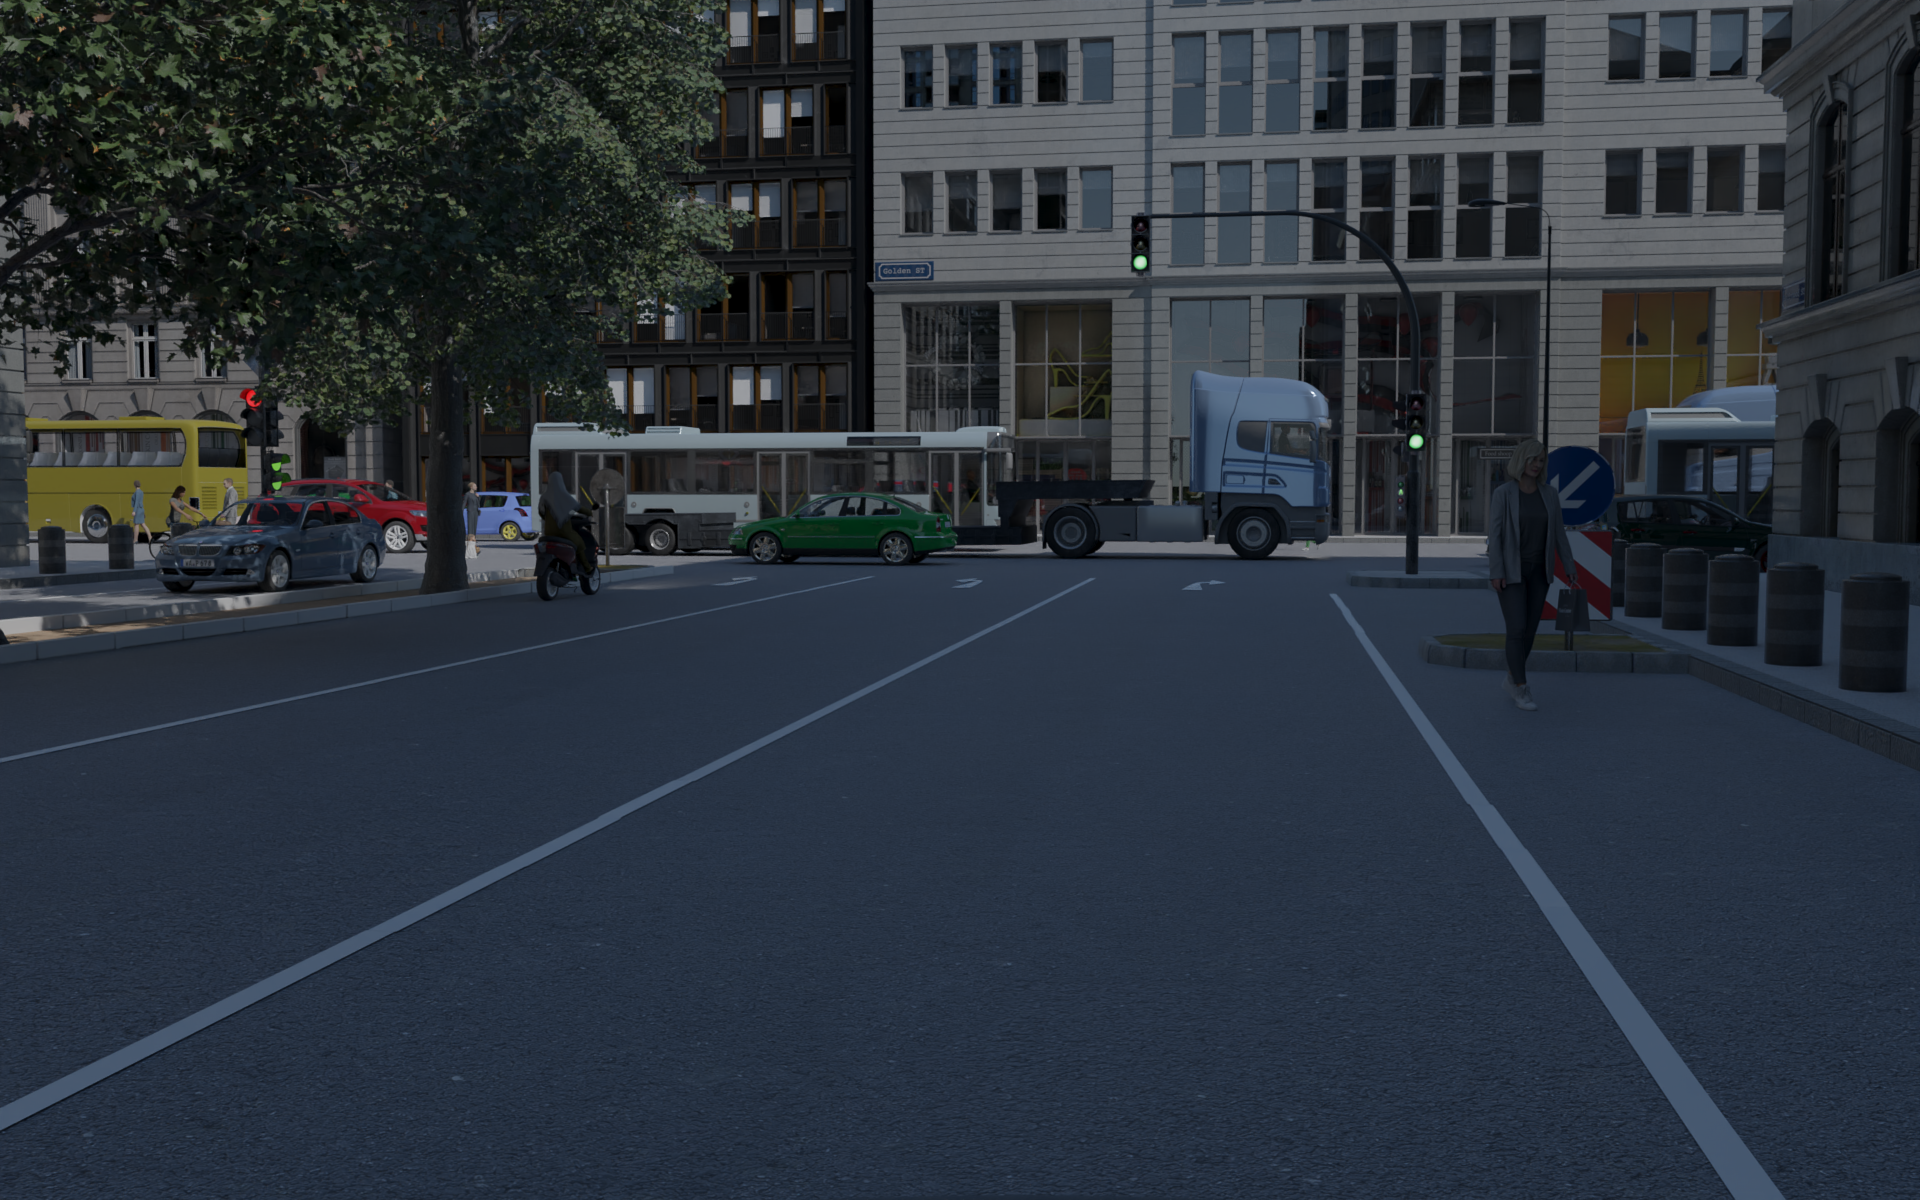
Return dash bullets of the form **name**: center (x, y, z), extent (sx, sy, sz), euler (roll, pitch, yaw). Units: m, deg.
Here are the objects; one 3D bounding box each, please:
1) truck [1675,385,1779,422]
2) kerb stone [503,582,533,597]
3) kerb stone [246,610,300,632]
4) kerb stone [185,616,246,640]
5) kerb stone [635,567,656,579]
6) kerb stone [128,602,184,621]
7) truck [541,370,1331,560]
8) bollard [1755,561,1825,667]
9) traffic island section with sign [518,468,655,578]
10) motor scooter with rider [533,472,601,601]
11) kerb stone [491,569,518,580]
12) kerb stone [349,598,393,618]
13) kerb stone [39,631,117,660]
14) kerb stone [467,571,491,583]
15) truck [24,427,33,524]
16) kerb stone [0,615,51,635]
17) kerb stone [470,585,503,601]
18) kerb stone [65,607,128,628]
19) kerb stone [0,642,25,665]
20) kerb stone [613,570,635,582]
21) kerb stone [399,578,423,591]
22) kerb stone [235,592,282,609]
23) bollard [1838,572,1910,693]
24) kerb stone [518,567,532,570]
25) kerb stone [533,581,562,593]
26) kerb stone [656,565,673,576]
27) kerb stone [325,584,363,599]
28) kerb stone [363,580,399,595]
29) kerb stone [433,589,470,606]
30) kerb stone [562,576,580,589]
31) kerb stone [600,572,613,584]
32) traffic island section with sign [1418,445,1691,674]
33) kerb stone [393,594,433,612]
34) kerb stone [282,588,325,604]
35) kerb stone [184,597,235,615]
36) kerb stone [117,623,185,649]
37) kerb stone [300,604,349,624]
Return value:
- **truck**: center (25.692, -3.083, 40.172), extent (18.799, 4.110, 2.967), euler (1, 4, 9)
- **kerb stone**: center (-6.358, -0.143, 24.590), extent (0.120, 0.150, 1.000), euler (1, 4, 10)
- **kerb stone**: center (-7.416, 0.231, 18.523), extent (0.120, 0.150, 1.000), euler (1, 4, 10)
- **kerb stone**: center (-7.595, 0.288, 17.514), extent (0.120, 0.150, 1.000), euler (1, 4, 10)
- **kerb stone**: center (-5.469, -0.450, 29.638), extent (0.120, 0.150, 1.000), euler (1, 4, 10)
- **kerb stone**: center (-9.305, 0.141, 19.896), extent (0.120, 0.150, 1.000), euler (1, 4, 10)
- **truck**: center (-0.373, -3.059, 39.767), extent (18.799, 4.110, 2.967), euler (1, 4, 11)
- **bollard**: center (6.286, 0.102, 13.044), extent (0.404, 0.777, 0.398), euler (0, 3, 0)
- **traffic island section with sign**: center (-6.401, -1.358, 30.338), extent (2.006, 1.907, 1.989), euler (1, 4, 10)
- **motor scooter with rider**: center (-5.382, -0.911, 23.863), extent (0.876, 1.779, 1.986), euler (1, 4, 11)
- **kerb stone**: center (-7.714, -0.416, 29.015), extent (0.120, 0.150, 1.000), euler (1, 4, 10)
- **kerb stone**: center (-7.058, 0.101, 20.550), extent (0.120, 0.150, 1.000), euler (1, 4, 10)
- **kerb stone**: center (-7.945, 0.410, 15.490), extent (0.120, 0.150, 1.000), euler (1, 4, 10)
- **kerb stone**: center (-7.897, -0.355, 27.998), extent (0.120, 0.150, 1.000), euler (1, 4, 10)
- **truck**: center (-25.407, -2.644, 39.153), extent (9.791, 3.379, 3.469), euler (1, 4, 10)
- **kerb stone**: center (-9.659, 0.264, 17.876), extent (0.120, 0.150, 1.000), euler (1, 4, 10)
- **kerb stone**: center (-6.532, -0.085, 23.580), extent (0.120, 0.150, 1.000), euler (1, 4, 10)
- **kerb stone**: center (-9.481, 0.204, 18.886), extent (0.120, 0.150, 1.000), euler (1, 4, 10)
- **kerb stone**: center (-8.122, 0.473, 14.470), extent (0.120, 0.150, 1.000), euler (1, 4, 10)
- **kerb stone**: center (-5.643, -0.393, 28.628), extent (0.120, 0.150, 1.000), euler (1, 4, 10)
- **kerb stone**: center (-8.242, -0.231, 25.977), extent (0.120, 0.150, 1.000), euler (1, 4, 10)
- **kerb stone**: center (-8.951, 0.018, 21.921), extent (0.120, 0.150, 1.000), euler (1, 4, 10)
- **bollard**: center (5.993, 0.206, 11.354), extent (0.404, 0.777, 0.398), euler (0, 3, 0)
- **kerb stone**: center (-7.532, -0.474, 30.030), extent (0.120, 0.150, 1.000), euler (1, 4, 10)
- **kerb stone**: center (-6.171, -0.208, 25.598), extent (0.120, 0.150, 1.000), euler (1, 4, 10)
- **kerb stone**: center (-5.297, -0.517, 30.650), extent (0.120, 0.150, 1.000), euler (1, 4, 10)
- **kerb stone**: center (-8.602, -0.107, 23.956), extent (0.120, 0.150, 1.000), euler (1, 4, 10)
- **kerb stone**: center (-8.422, -0.169, 24.965), extent (0.120, 0.150, 1.000), euler (1, 4, 10)
- **kerb stone**: center (-6.707, -0.015, 22.570), extent (0.120, 0.150, 1.000), euler (1, 4, 10)
- **kerb stone**: center (-5.995, -0.270, 26.608), extent (0.120, 0.150, 1.000), euler (1, 4, 10)
- **kerb stone**: center (-5.825, -0.331, 27.619), extent (0.120, 0.150, 1.000), euler (1, 4, 10)
- **traffic island section with sign**: center (5.018, -0.383, 14.889), extent (1.989, 1.847, 2.006), euler (1, 4, 10)
- **kerb stone**: center (-6.879, 0.040, 21.559), extent (0.120, 0.150, 1.000), euler (1, 4, 10)
- **kerb stone**: center (-8.768, -0.045, 22.935), extent (0.120, 0.150, 1.000), euler (1, 4, 10)
- **kerb stone**: center (-9.127, 0.080, 20.905), extent (0.120, 0.150, 1.000), euler (1, 4, 10)
- **kerb stone**: center (-7.772, 0.348, 16.504), extent (0.120, 0.150, 1.000), euler (1, 4, 10)
- **kerb stone**: center (-7.245, 0.169, 19.543), extent (0.120, 0.150, 1.000), euler (1, 4, 10)
